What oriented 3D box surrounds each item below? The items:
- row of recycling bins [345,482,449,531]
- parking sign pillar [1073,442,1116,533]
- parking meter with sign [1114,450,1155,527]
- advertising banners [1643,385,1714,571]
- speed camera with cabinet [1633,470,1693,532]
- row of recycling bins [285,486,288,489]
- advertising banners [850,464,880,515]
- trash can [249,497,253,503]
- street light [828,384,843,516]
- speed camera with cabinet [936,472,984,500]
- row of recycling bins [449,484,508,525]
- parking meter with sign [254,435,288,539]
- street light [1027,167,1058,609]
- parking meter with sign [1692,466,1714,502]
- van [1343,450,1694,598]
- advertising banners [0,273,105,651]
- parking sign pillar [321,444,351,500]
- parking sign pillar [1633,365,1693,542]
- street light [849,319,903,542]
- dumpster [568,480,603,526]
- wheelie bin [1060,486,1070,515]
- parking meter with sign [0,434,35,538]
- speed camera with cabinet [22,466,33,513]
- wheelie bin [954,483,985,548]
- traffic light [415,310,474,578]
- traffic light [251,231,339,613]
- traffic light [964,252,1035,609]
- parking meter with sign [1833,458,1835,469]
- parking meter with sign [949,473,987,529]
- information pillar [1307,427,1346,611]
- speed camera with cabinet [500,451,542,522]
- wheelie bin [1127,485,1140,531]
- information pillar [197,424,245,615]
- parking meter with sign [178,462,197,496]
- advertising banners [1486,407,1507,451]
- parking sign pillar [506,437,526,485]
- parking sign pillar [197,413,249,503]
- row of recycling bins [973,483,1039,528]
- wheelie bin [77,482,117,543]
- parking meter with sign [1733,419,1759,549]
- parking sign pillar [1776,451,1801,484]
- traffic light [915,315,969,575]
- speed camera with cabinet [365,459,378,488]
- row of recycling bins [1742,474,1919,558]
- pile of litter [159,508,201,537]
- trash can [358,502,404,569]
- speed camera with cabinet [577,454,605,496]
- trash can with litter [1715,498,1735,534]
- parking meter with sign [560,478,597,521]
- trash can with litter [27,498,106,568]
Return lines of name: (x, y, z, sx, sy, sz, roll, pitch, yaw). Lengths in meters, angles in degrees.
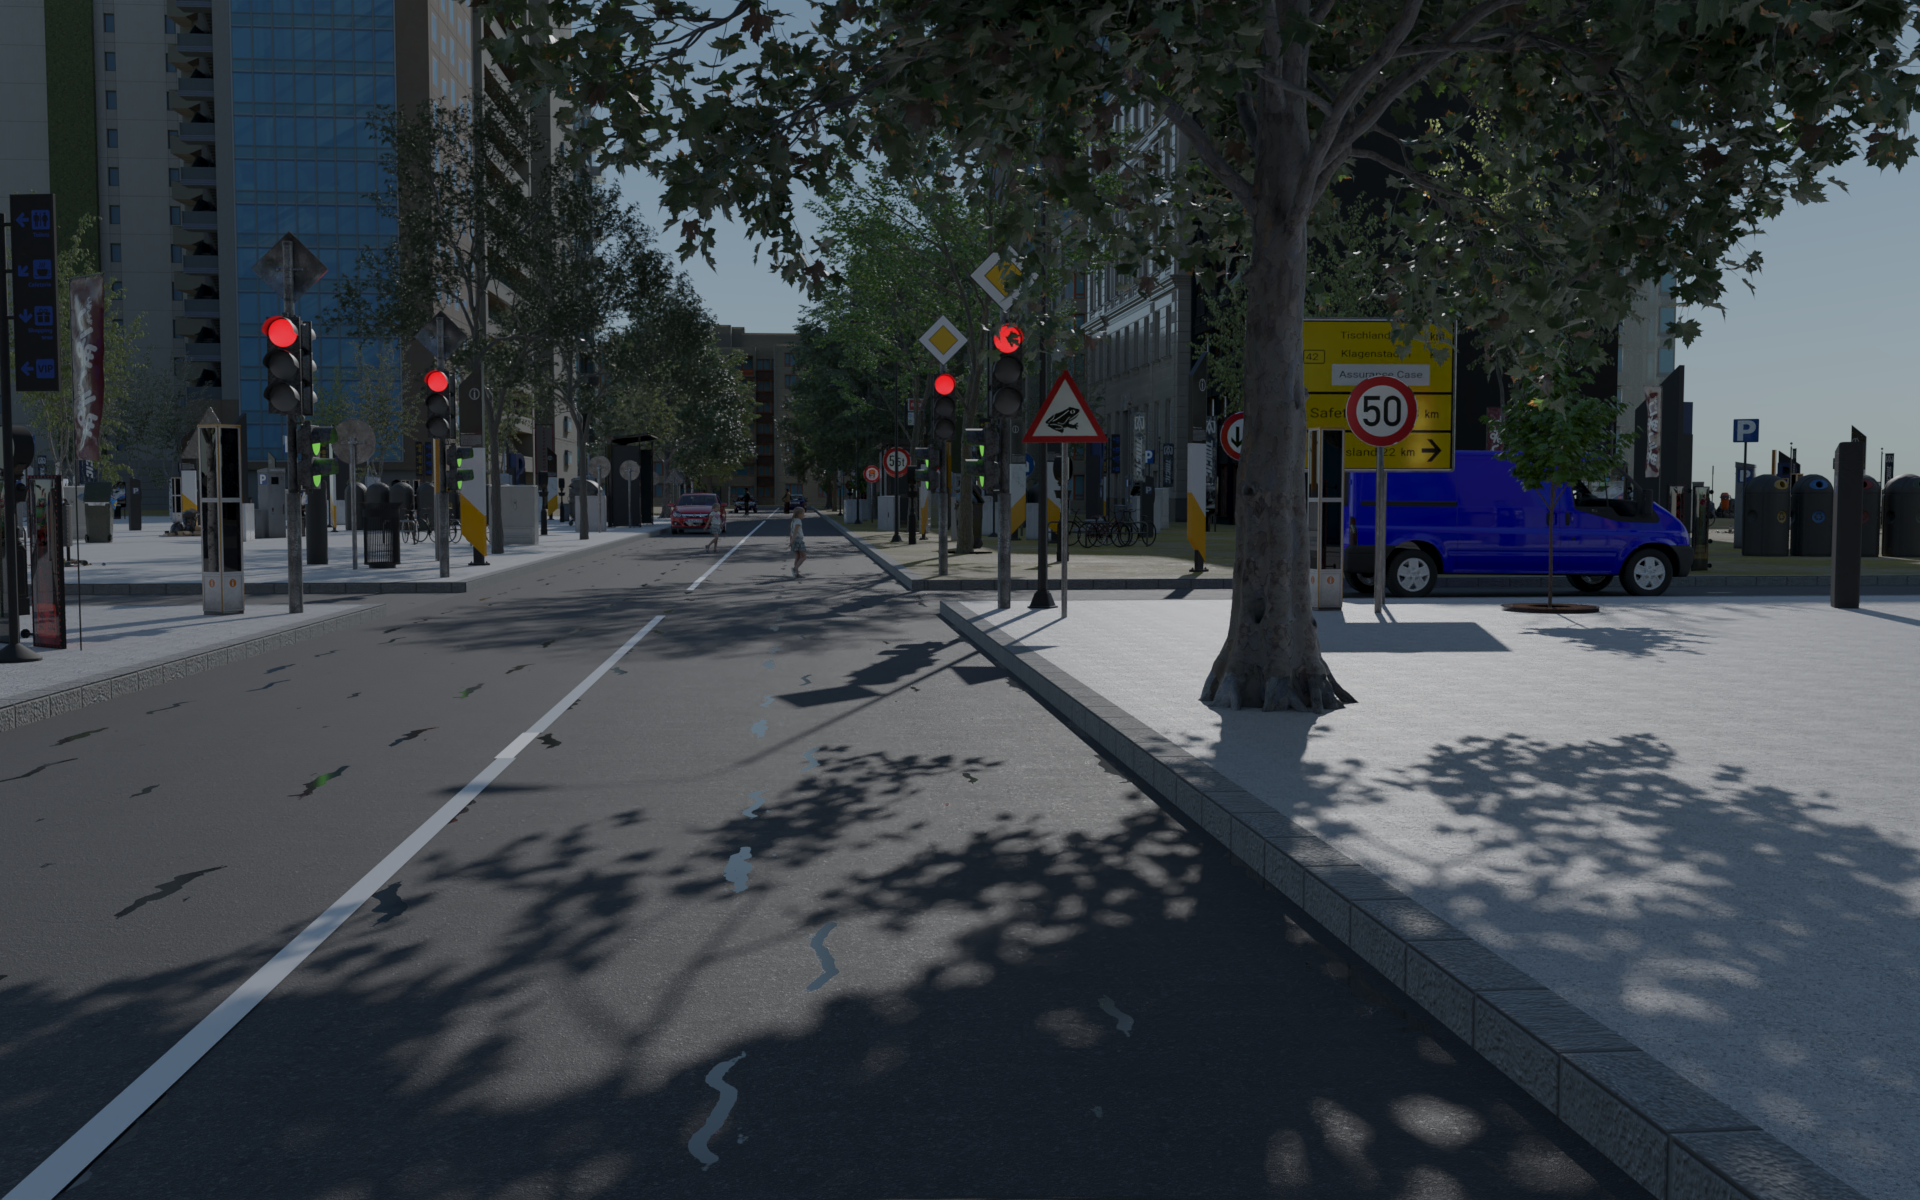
row of recycling bins: (-20.007, -3.296, 61.010, 3.534, 1.692, 1.069, 1, 4, 9)
parking sign pillar: (4.433, -4.183, 56.870, 1.447, 3.967, 1.447, 1, 4, 13)
parking meter with sign: (6.804, -4.370, 67.705, 1.738, 3.016, 0.543, -3, 5, -39)
advertising banners: (11.770, -1.972, 28.422, 2.074, 3.025, 0.090, -3, 4, -36)
speed camera with cabinet: (24.109, -3.972, 59.281, 2.038, 3.252, 0.660, -1, 4, -11)
row of recycling bins: (-33.480, -5.042, 89.555, 3.534, 1.692, 1.069, -2, 4, -30)
advertising banners: (-5.311, -6.182, 97.265, 2.074, 3.025, 0.090, -2, 4, -25)
trash can: (-33.115, -4.189, 80.145, 0.748, 1.137, 0.748, 0, 3, 0)
street light: (-4.894, -6.181, 73.596, 1.470, 5.913, 1.316, 0, 4, -5)
speed camera with cabinet: (0.019, -4.786, 72.582, 2.038, 3.252, 0.660, -2, 4, -27)
row of recycling bins: (-19.916, -3.941, 71.549, 3.534, 1.692, 1.069, 1, 4, 21)
parking meter with sign: (-20.051, -3.310, 50.380, 0.543, 3.016, 1.738, 1, 4, 23)
street light: (0.392, -2.860, 19.302, 1.470, 5.913, 1.316, 0, 4, -5)
parking meter with sign: (45.346, -6.739, 106.447, 1.738, 3.016, 0.543, 1, 4, 23)
van: (7.657, -1.231, 24.518, 5.245, 2.365, 2.240, 0, 4, -7)
advertising banners: (-7.620, -1.113, 14.383, 2.074, 3.025, 0.090, 2, 4, 35)
parking sign pillar: (-29.770, -5.773, 82.861, 1.447, 3.967, 1.447, 0, 4, 2)
parking sign pillar: (14.964, -2.961, 36.879, 1.447, 3.967, 1.447, -1, 4, -19)
street light: (-2.235, -4.500, 46.124, 1.470, 5.913, 1.316, 0, 4, -5)
dumpster: (-15.254, -3.956, 70.439, 1.264, 1.857, 1.865, 0, 4, -6)
wheelie bin: (3.948, -3.739, 69.040, 0.980, 1.594, 0.693, 2, 4, 34)
parking meter with sign: (-27.889, -3.335, 50.795, 1.738, 3.016, 0.543, 2, 4, 28)
speed camera with cabinet: (-31.601, -3.854, 57.341, 2.038, 3.252, 0.660, 2, 4, 26)
wheelie bin: (0.206, -2.029, 41.086, 0.693, 1.594, 0.980, -1, 4, -9)
traffic light: (-7.909, -2.300, 26.528, 0.839, 4.253, 0.868, 0, 4, -5)
traffic light: (-7.148, -1.814, 18.579, 0.839, 4.253, 0.868, 0, 4, -5)
traffic light: (0.477, -1.859, 19.322, 0.839, 4.253, 0.868, 0, 4, -5)
parking meter with sign: (42.798, -5.307, 83.025, 0.543, 3.016, 1.738, -2, 4, -33)
parking meter with sign: (0.148, -4.172, 64.479, 1.738, 3.016, 0.543, 0, 4, -1)
information pillar: (4.031, -0.893, 19.099, 0.304, 2.012, 0.304, -1, 4, -14)
speed camera with cabinet: (-20.159, -5.188, 79.162, 2.038, 3.252, 0.660, -2, 4, -26)
wheelie bin: (6.116, -3.091, 58.445, 0.980, 1.594, 0.693, -3, 4, -36)
information pillar: (-7.857, -0.852, 18.427, 0.304, 2.012, 0.304, 2, 4, 26)
parking meter with sign: (-42.286, -6.093, 95.879, 1.738, 3.016, 0.543, -1, 4, -19)
advertising banners: (10.071, -2.351, 34.634, 2.074, 3.025, 0.090, -1, 4, -17)
parking sign pillar: (-21.166, -5.757, 82.603, 1.447, 3.967, 1.447, 1, 4, 9)
parking sign pillar: (-24.027, -4.189, 56.968, 1.447, 3.967, 1.447, 1, 4, 16)
row of recycling bins: (1.779, -3.610, 66.136, 3.534, 1.692, 1.069, 0, 4, -8)
wheelie bin: (-22.735, -2.311, 45.687, 0.980, 1.594, 0.693, -1, 4, -16)
parking meter with sign: (18.577, -2.730, 40.897, 0.543, 3.016, 1.738, 2, 4, 27)
parking sign pillar: (51.074, -7.239, 106.825, 1.447, 3.967, 1.447, -3, 5, -44)
traffic light: (-0.284, -2.346, 27.271, 0.839, 4.253, 0.868, 0, 4, -5)
speed camera with cabinet: (-29.533, -5.685, 87.279, 0.660, 3.252, 2.038, -2, 4, -24)
row of recycling bins: (17.991, -1.744, 35.628, 3.534, 1.692, 1.069, 1, 4, 9)
pile of litter: (-23.347, -2.361, 52.568, 1.719, 0.858, 1.176, 0, 4, -6)
trash can: (-10.017, -1.122, 30.005, 0.748, 1.137, 0.748, 0, 3, 0)
speed camera with cabinet: (-17.960, -5.561, 85.266, 0.660, 3.252, 2.038, 2, 4, 28)
trash can with litter: (25.333, -2.796, 56.774, 1.678, 1.210, 2.233, 3, 4, 36)
parking meter with sign: (-17.901, -5.208, 81.405, 1.738, 3.016, 0.543, -2, 4, -30)
trash can with litter: (-16.064, -1.198, 30.644, 1.678, 1.210, 2.233, -1, 4, -14)
